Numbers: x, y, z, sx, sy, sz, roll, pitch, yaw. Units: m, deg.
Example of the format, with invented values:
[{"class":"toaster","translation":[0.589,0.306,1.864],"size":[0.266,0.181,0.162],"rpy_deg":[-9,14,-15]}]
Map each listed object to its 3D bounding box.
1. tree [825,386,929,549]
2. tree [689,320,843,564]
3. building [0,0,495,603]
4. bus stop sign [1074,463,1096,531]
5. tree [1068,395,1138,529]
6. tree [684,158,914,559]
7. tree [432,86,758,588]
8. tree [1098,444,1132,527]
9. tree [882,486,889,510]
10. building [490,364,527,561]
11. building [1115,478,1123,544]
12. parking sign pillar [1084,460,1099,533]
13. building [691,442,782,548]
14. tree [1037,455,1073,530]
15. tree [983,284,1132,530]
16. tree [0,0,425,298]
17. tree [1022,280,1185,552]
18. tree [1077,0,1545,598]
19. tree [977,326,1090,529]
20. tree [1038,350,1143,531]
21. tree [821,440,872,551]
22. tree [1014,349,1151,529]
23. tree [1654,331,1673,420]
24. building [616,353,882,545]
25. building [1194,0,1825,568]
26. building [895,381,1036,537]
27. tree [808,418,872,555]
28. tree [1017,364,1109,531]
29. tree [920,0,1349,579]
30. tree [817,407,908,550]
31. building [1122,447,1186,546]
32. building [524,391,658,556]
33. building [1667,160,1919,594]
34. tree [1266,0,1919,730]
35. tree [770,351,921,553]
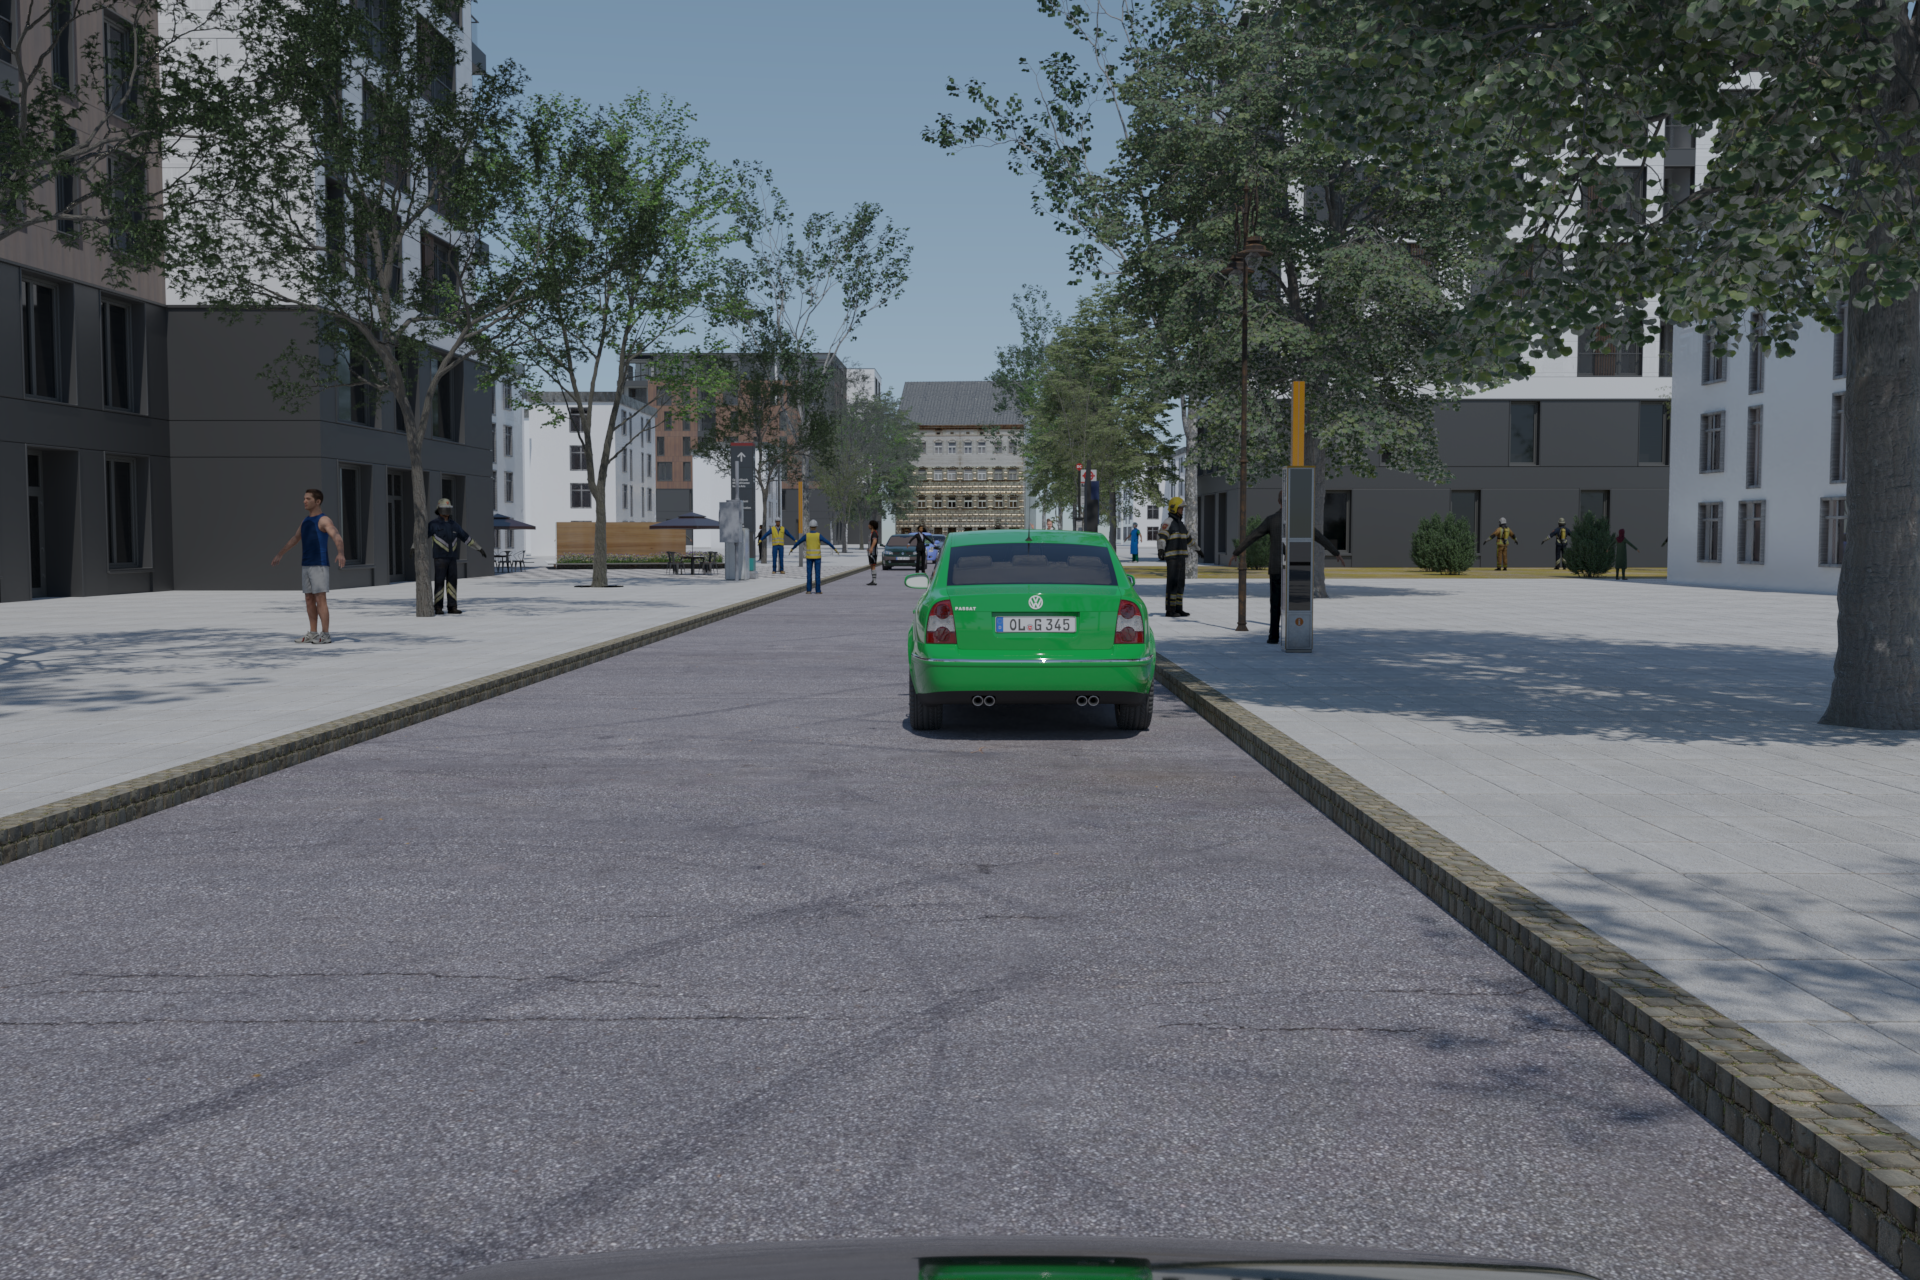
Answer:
[{"class":"tree","translation":[-7.494,-14.788,148.439],"size":[9.857,13.997,8.962],"rpy_deg":[0,3,0]},{"class":"tree","translation":[-8.216,-8.588,74.824],"size":[7.601,10.594,8.767],"rpy_deg":[-3,5,-45]},{"class":"building","translation":[-28.308,-11.769,36.392],"size":[27.936,21.610,32.646],"rpy_deg":[0,4,0]},{"class":"bus stop sign","translation":[4.720,-4.695,65.470],"size":[0.855,3.939,0.416],"rpy_deg":[0,4,1]},{"class":"tree","translation":[6.574,-8.396,87.629],"size":[4.360,8.622,3.978],"rpy_deg":[0,3,0]},{"class":"tree","translation":[-9.532,-14.312,89.894],"size":[12.611,20.169,13.585],"rpy_deg":[0,3,0]},{"class":"tree","translation":[-8.654,-7.057,41.145],"size":[9.928,11.665,9.643],"rpy_deg":[0,3,0]},{"class":"tree","translation":[22.237,-20.457,241.120],"size":[9.857,13.997,8.962],"rpy_deg":[0,3,0]},{"class":"tree","translation":[-11.240,-18.190,247.760],"size":[4.360,8.622,3.978],"rpy_deg":[0,3,0]},{"class":"building","translation":[-26.153,-8.817,86.303],"size":[9.099,9.664,28.070],"rpy_deg":[0,4,1]},{"class":"building","translation":[24.664,-16.801,216.841],"size":[9.099,9.664,28.070],"rpy_deg":[0,4,0]},{"class":"parking sign pillar","translation":[4.814,-4.597,63.630],"size":[1.447,3.967,1.447],"rpy_deg":[0,4,0]},{"class":"building","translation":[-22.045,-14.024,171.444],"size":[9.099,9.664,28.070],"rpy_deg":[0,3,0]},{"class":"tree","translation":[7.133,-10.473,121.593],"size":[4.737,8.622,4.395],"rpy_deg":[0,3,0]},{"class":"tree","translation":[6.307,-16.981,133.533],"size":[12.611,20.169,13.585],"rpy_deg":[0,3,0]},{"class":"tree","translation":[-9.105,-4.944,15.244],"size":[8.767,10.594,7.601],"rpy_deg":[-2,4,-33]},{"class":"tree","translation":[6.516,-9.778,77.993],"size":[7.486,12.596,7.792],"rpy_deg":[0,3,0]},{"class":"tree","translation":[7.090,-7.822,34.549],"size":[9.857,13.997,8.962],"rpy_deg":[0,3,0]},{"class":"tree","translation":[7.678,-18.368,156.204],"size":[12.611,20.169,13.585],"rpy_deg":[0,3,0]},{"class":"tree","translation":[4.864,-7.276,69.332],"size":[4.360,8.622,3.978],"rpy_deg":[0,3,0]},{"class":"tree","translation":[-8.361,-10.833,127.474],"size":[4.360,8.622,3.978],"rpy_deg":[0,3,0]},{"class":"tree","translation":[6.855,-10.453,96.669],"size":[9.928,11.665,9.643],"rpy_deg":[0,3,0]},{"class":"tree","translation":[25.180,-6.614,58.506],"size":[4.360,8.622,3.978],"rpy_deg":[0,3,0]},{"class":"building","translation":[-24.465,-22.474,211.417],"size":[27.936,21.610,32.646],"rpy_deg":[0,4,1]},{"class":"building","translation":[24.628,-14.531,81.551],"size":[27.936,21.610,32.646],"rpy_deg":[0,4,0]},{"class":"building","translation":[1.122,-25.294,246.948],"size":[18.063,23.208,19.493],"rpy_deg":[0,4,7]},{"class":"tree","translation":[-7.813,-9.410,104.212],"size":[4.360,8.622,3.978],"rpy_deg":[0,3,0]},{"class":"tree","translation":[7.162,-11.864,112.107],"size":[7.486,12.596,7.792],"rpy_deg":[0,3,0]},{"class":"tree","translation":[5.679,-11.886,50.231],"size":[12.611,20.169,13.585],"rpy_deg":[0,3,0]},{"class":"tree","translation":[-7.851,-13.057,139.240],"size":[9.928,11.665,9.643],"rpy_deg":[0,3,0]},{"class":"building","translation":[22.451,-14.559,180.183],"size":[9.099,9.664,28.070],"rpy_deg":[0,4,1]},{"class":"building","translation":[-24.792,-10.635,116.029],"size":[9.099,9.664,28.070],"rpy_deg":[0,4,0]},{"class":"building","translation":[23.070,-5.476,31.683],"size":[9.099,9.664,28.070],"rpy_deg":[0,4,0]},{"class":"tree","translation":[6.124,-6.390,11.125],"size":[9.857,13.997,8.962],"rpy_deg":[0,3,0]},{"class":"tree","translation":[-7.839,-12.601,116.401],"size":[12.009,13.543,11.850],"rpy_deg":[0,3,0]}]
